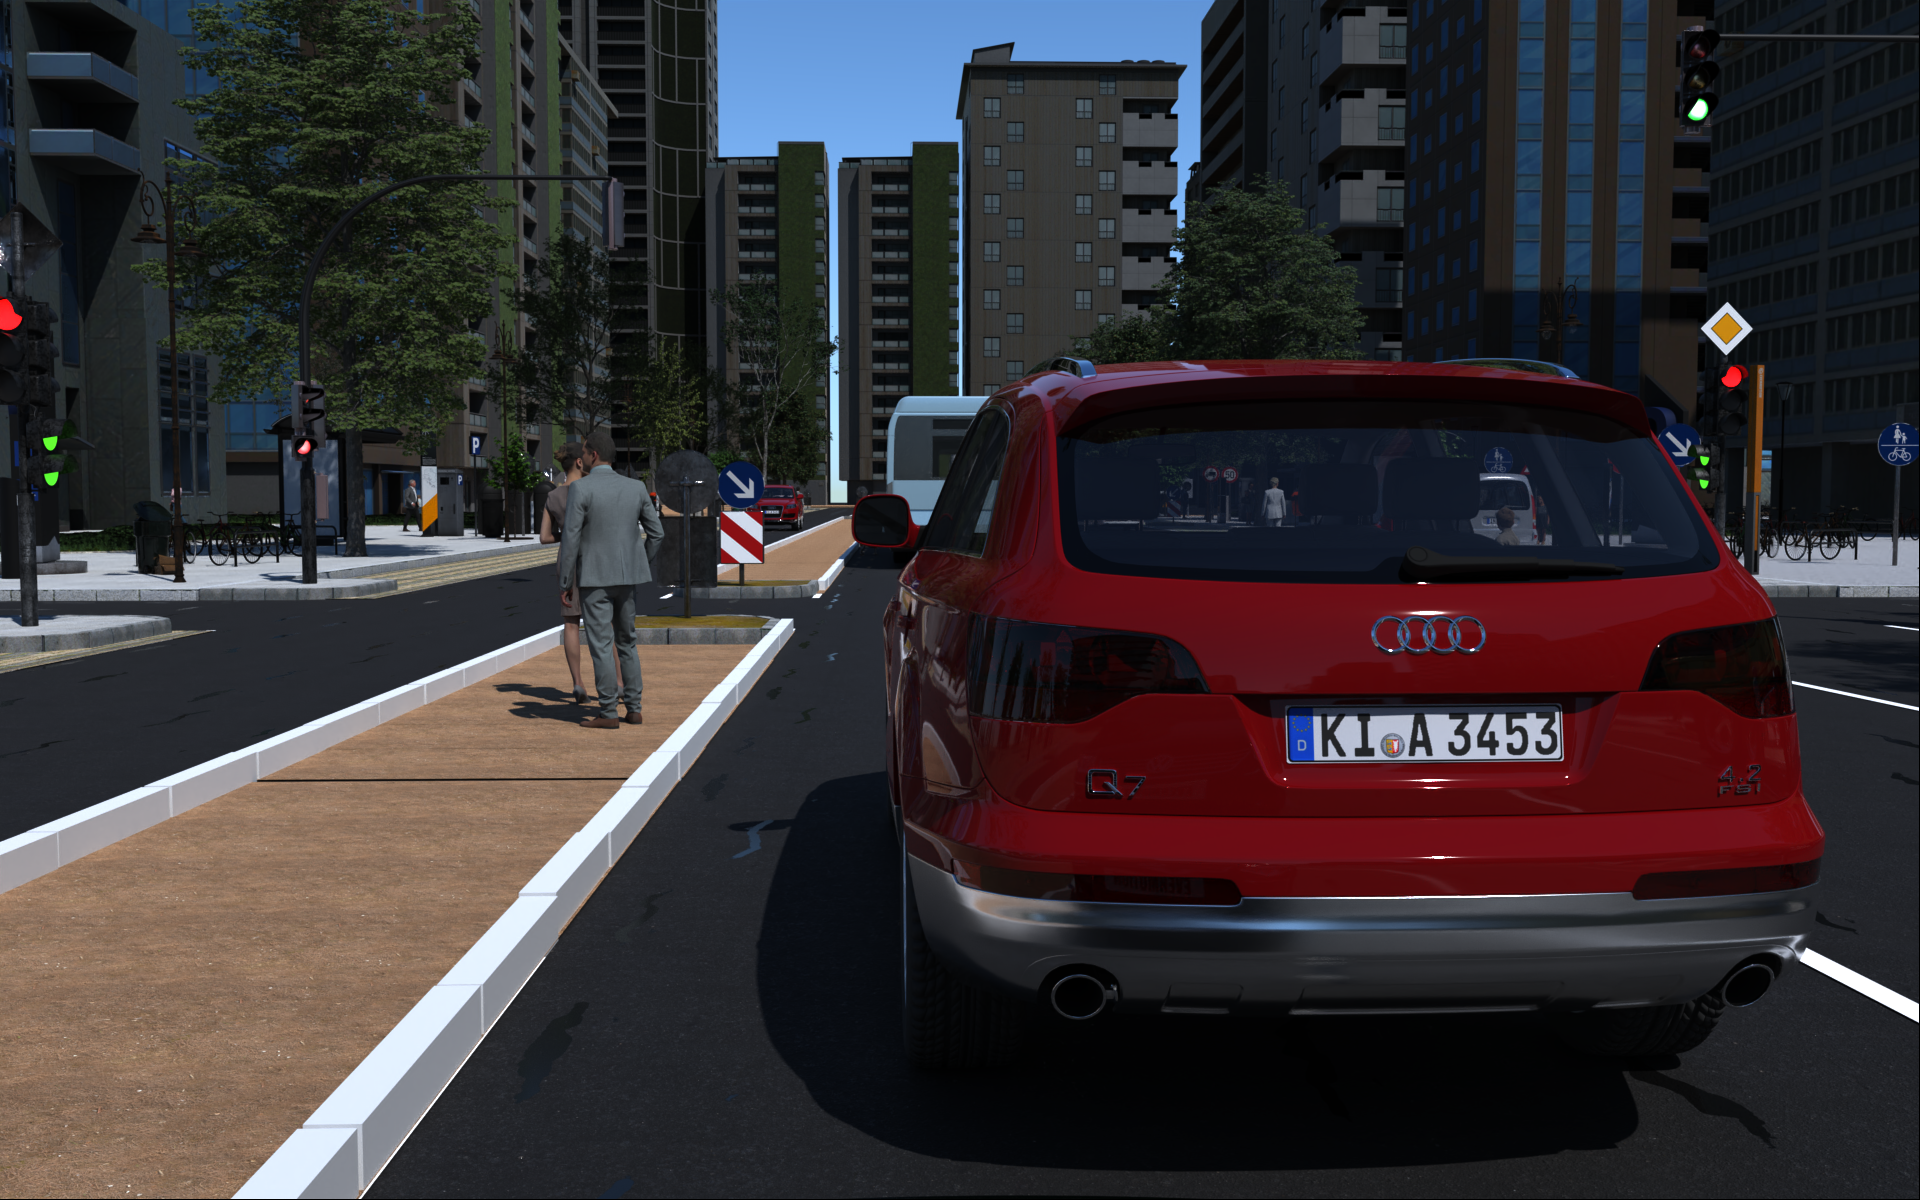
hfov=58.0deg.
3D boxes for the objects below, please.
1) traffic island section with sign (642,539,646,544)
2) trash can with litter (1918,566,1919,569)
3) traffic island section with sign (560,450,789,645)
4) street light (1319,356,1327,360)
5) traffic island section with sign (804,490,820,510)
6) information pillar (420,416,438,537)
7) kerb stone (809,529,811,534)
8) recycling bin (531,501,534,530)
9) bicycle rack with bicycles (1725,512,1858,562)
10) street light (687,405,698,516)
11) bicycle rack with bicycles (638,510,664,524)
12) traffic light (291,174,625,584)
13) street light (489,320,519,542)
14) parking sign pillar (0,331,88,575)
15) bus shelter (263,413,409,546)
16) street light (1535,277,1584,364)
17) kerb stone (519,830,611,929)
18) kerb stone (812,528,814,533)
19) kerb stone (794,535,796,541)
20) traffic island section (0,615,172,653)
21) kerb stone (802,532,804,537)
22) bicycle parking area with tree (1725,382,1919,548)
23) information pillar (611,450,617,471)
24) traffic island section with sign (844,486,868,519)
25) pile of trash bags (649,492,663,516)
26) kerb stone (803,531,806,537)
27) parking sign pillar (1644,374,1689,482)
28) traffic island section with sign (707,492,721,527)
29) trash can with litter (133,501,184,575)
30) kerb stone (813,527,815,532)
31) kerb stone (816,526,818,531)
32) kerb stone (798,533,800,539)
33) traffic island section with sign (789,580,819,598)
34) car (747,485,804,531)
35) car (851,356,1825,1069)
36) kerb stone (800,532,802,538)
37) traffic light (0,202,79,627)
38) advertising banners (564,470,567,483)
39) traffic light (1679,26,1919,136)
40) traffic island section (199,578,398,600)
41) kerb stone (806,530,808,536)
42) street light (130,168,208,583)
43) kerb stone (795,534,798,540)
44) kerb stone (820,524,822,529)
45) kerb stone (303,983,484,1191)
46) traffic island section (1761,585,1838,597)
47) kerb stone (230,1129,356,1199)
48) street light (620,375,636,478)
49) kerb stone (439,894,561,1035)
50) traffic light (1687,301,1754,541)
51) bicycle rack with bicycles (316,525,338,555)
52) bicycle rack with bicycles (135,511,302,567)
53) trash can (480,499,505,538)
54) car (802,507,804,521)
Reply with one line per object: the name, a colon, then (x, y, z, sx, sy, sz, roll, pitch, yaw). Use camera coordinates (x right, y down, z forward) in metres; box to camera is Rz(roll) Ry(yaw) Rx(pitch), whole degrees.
traffic island section with sign: (-9.863, -2.495, 49.421, 1.989, 1.847, 2.006, 0, 4, -2)
trash can with litter: (16.813, -1.068, 28.518, 1.678, 1.210, 2.233, -1, 4, -8)
traffic island section with sign: (-2.806, -0.560, 17.291, 2.006, 1.907, 1.989, 0, 4, -2)
street light: (12.027, -5.215, 58.053, 0.468, 5.910, 1.993, 0, 4, -2)
traffic island section with sign: (-13.501, -8.907, 154.250, 1.989, 1.847, 2.006, 0, 4, -2)
information pillar: (-15.897, -3.697, 51.793, 0.504, 3.616, 0.183, -3, 5, -42)
kerb stone: (-5.337, -2.303, 59.848, 0.120, 0.150, 1.000, 0, 4, -2)
recycling bin: (-15.211, -3.070, 62.749, 0.722, 1.027, 0.722, -1, 4, -17)
bicycle rack with bicycles: (16.099, -1.266, 34.078, 2.925, 0.926, 2.852, -2, 4, -35)
street light: (-13.568, -7.057, 88.170, 0.468, 5.910, 1.993, 0, 4, -2)
bicycle rack with bicycles: (-13.903, -3.670, 73.380, 2.925, 0.926, 2.852, 1, 4, 11)
traffic light: (-7.207, -3.066, 24.795, 4.771, 5.953, 1.251, 0, 4, -2)
street light: (-12.097, -4.483, 46.079, 0.468, 5.910, 1.993, 0, 4, -2)
parking sign pillar: (-14.954, -2.416, 27.970, 1.447, 3.967, 1.447, -1, 4, -16)
bus shelter: (-16.143, -3.140, 45.255, 2.014, 3.302, 5.546, 0, 4, -2)
street light: (12.761, -3.928, 37.008, 0.468, 5.910, 1.993, 0, 4, -2)
kerb stone: (-1.377, 0.986, 6.075, 0.120, 0.150, 1.000, 0, 4, -2)
kerb stone: (-5.396, -2.424, 61.893, 0.120, 0.150, 1.000, 0, 4, -2)
kerb stone: (-5.048, -1.797, 51.670, 0.120, 0.150, 1.000, 0, 4, -2)
traffic island section: (-9.058, 0.333, 16.841, 2.009, 0.180, 2.903, 0, 4, -2)
kerb stone: (-5.193, -2.053, 55.758, 0.120, 0.150, 1.000, 0, 4, -2)
bicycle parking area with tree: (23.620, -3.530, 44.718, 8.231, 4.147, 9.016, 0, 4, 3)
information pillar: (-18.279, -6.118, 91.378, 0.504, 3.616, 0.183, 2, 4, 33)
traffic island section with sign: (-5.666, -5.606, 99.787, 2.006, 1.907, 1.989, 0, 4, -2)
pile of trash bags: (-16.205, -4.889, 89.681, 1.912, 1.369, 3.447, 0, 4, 3)
kerb stone: (-5.230, -2.113, 56.781, 0.120, 0.150, 1.000, 0, 4, -2)
parking sign pillar: (15.531, -3.056, 38.435, 1.447, 3.967, 1.447, -1, 4, -17)
traffic island section with sign: (-10.798, -4.143, 76.360, 1.989, 1.847, 2.006, 0, 4, -2)
trash can with litter: (-12.818, -1.006, 27.840, 1.055, 1.170, 0.624, 3, 4, 39)
kerb stone: (-5.441, -2.484, 62.914, 0.120, 0.150, 1.000, 0, 4, -2)
kerb stone: (-5.509, -2.612, 64.962, 0.120, 0.150, 1.000, 0, 4, -2)
kerb stone: (-5.123, -1.928, 53.713, 0.120, 0.150, 1.000, 0, 4, -2)
traffic island section with sign: (-3.053, -1.013, 24.694, 2.006, 1.907, 1.989, 0, 4, -2)
car: (-7.345, -3.686, 68.934, 2.281, 1.827, 5.304, 0, 4, -3)
car: (0.769, 0.169, 5.909, 2.281, 1.827, 5.304, 0, 4, -3)
kerb stone: (-5.158, -1.990, 54.736, 0.120, 0.150, 1.000, 0, 4, -2)
traffic light: (-9.018, -1.699, 16.708, 0.839, 4.253, 0.868, 0, 4, -2)
advertising banners: (-17.130, -4.972, 77.485, 0.090, 3.025, 2.074, 2, 4, 26)
traffic light: (9.343, -2.602, 17.216, 4.771, 5.953, 1.251, 0, 4, -2)
traffic island section: (-9.335, -0.155, 24.821, 2.009, 0.180, 2.903, 0, 4, -2)
kerb stone: (-5.260, -2.178, 57.804, 0.120, 0.150, 1.000, 0, 4, -2)
street light: (-11.344, -3.193, 24.995, 0.468, 5.910, 1.993, 0, 4, -2)
kerb stone: (-5.091, -1.865, 52.691, 0.120, 0.150, 1.000, 0, 4, -2)
kerb stone: (-5.614, -2.804, 68.044, 0.120, 0.150, 1.000, 0, 4, -2)
kerb stone: (-1.296, 1.113, 4.033, 0.120, 0.150, 1.000, 0, 4, -2)
traffic island section: (11.194, -0.198, 25.526, 2.009, 0.180, 2.903, 0, 4, -2)
kerb stone: (-1.262, 1.174, 3.009, 0.120, 0.150, 1.000, 0, 4, -2)
street light: (-12.838, -5.770, 67.124, 0.468, 5.910, 1.993, 0, 4, -2)
kerb stone: (-1.331, 1.055, 5.055, 0.120, 0.150, 1.000, 0, 4, -2)
traffic light: (11.154, -2.232, 25.410, 0.839, 4.253, 0.868, 0, 4, -2)
bicycle rack with bicycles: (-14.351, -1.393, 36.159, 2.925, 0.926, 2.852, 2, 4, 35)
bicycle rack with bicycles: (-13.796, -1.098, 31.340, 2.852, 0.926, 2.925, 0, 4, 3)
trash can: (-13.785, -2.413, 51.101, 0.748, 1.137, 0.748, 0, 3, 0)
car: (-9.092, -4.737, 89.812, 2.083, 1.381, 4.827, 0, 4, -2)
